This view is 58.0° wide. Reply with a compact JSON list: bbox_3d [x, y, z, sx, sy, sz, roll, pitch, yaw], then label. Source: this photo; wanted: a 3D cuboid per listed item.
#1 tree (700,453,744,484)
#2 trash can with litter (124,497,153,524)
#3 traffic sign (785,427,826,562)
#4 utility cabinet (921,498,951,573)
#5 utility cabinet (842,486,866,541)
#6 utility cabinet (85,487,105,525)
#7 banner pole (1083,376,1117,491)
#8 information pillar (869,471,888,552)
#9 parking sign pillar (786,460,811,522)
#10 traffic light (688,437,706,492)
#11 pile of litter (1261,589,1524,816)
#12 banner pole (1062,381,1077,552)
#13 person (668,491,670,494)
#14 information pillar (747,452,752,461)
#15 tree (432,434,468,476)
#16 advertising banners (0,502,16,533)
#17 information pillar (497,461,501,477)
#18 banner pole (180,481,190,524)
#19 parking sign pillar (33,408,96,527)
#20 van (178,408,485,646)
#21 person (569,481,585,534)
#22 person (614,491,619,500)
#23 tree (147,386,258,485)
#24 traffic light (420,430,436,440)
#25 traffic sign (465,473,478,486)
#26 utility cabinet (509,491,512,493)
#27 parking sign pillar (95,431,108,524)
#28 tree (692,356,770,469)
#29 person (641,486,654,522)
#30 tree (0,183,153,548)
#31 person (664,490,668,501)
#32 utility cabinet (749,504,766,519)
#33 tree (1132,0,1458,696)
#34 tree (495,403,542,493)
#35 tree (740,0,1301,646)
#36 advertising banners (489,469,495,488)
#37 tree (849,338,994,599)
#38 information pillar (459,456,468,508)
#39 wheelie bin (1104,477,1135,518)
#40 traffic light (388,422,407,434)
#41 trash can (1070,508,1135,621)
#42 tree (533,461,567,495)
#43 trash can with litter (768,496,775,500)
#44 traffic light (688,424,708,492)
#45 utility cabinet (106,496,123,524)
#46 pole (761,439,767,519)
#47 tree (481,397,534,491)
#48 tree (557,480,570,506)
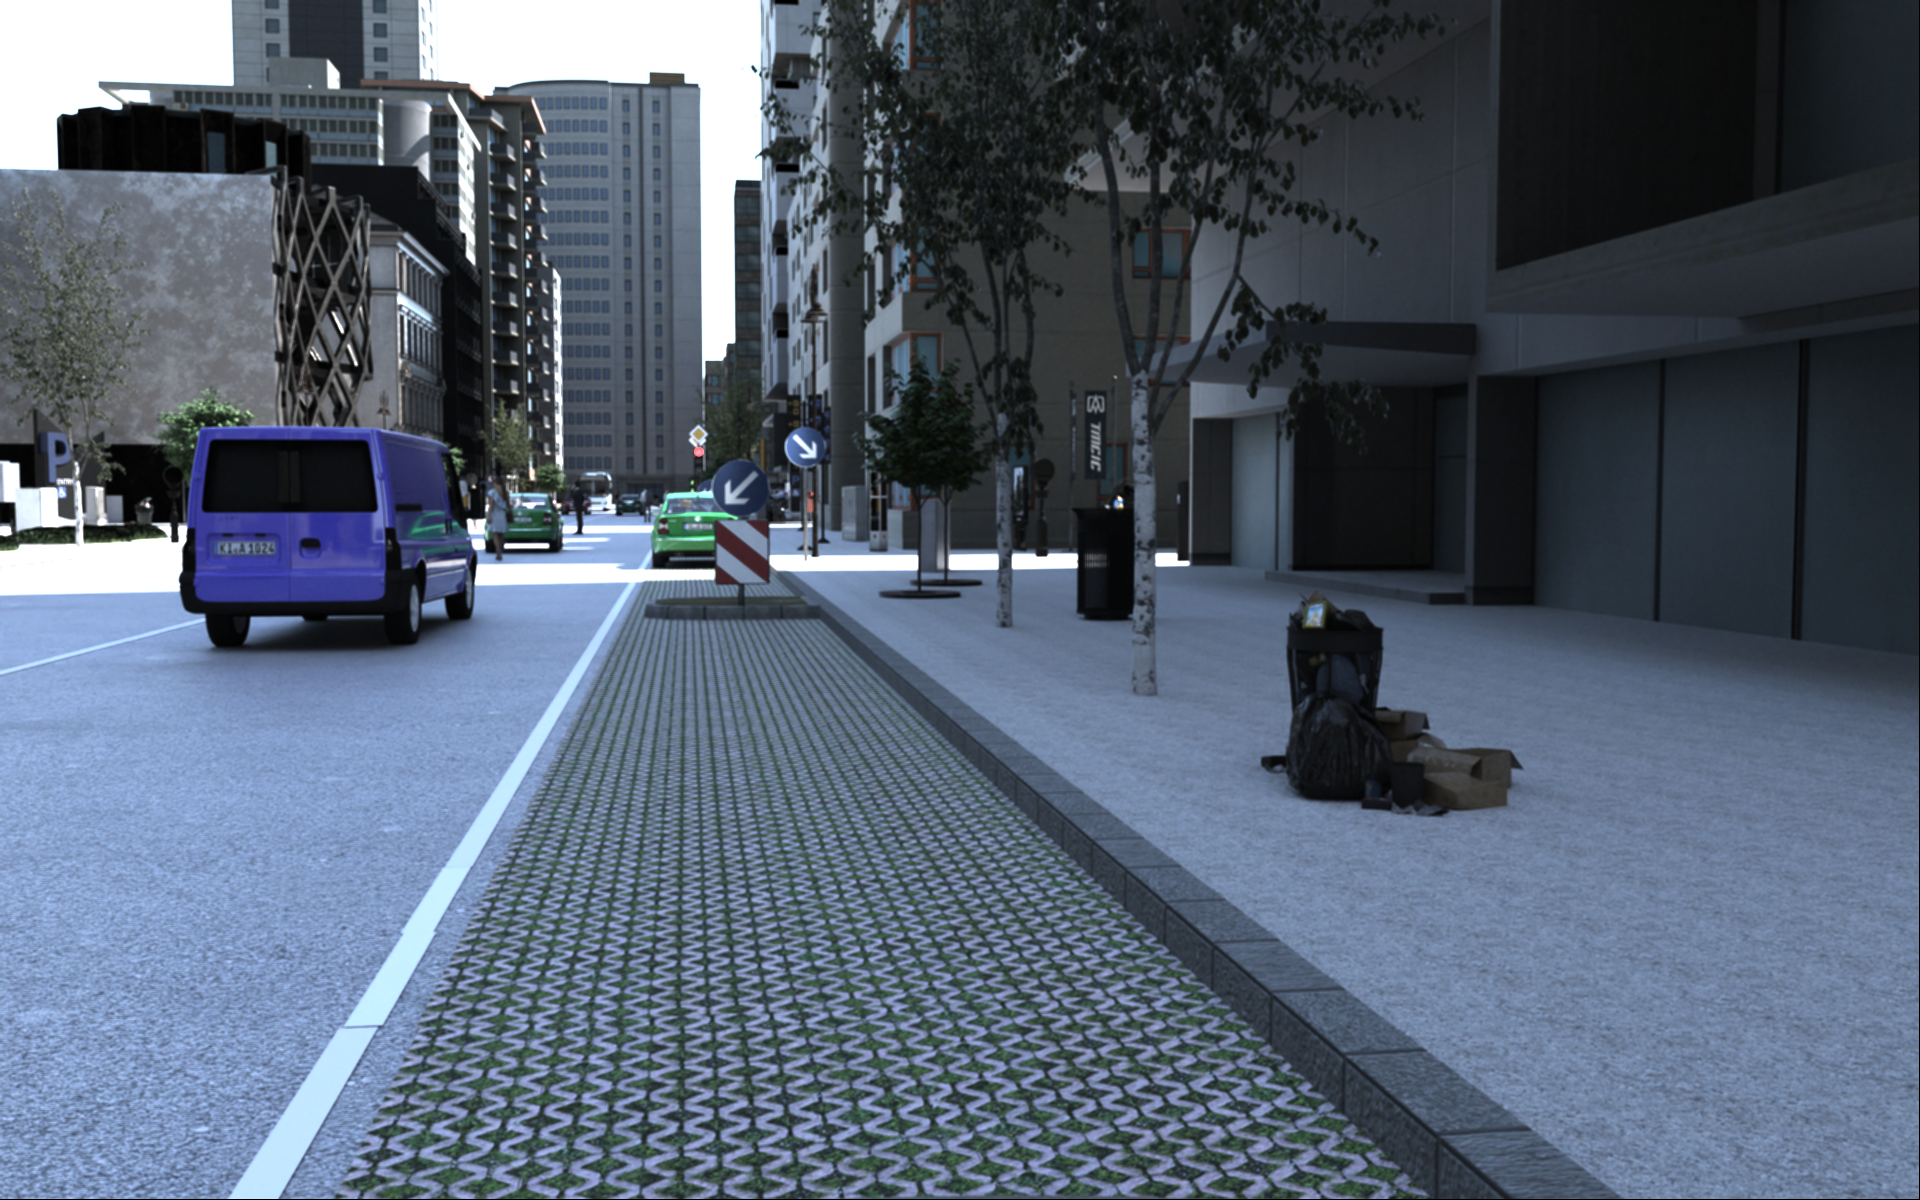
[{"bbox_3d":[-16.702,-8.642,125.015,4.285,4.588,4.351,0,3,0],"label":"tree"},{"bbox_3d":[-29.764,-3.135,62.647,1.055,1.170,0.624,0,4,-5],"label":"trash can with litter"},{"bbox_3d":[-2.931,-2.004,32.872,0.768,2.556,0.104,0,4,-7],"label":"traffic sign"},{"bbox_3d":[-0.415,-1.076,28.754,0.306,1.237,1.020,1,4,12],"label":"utility cabinet"},{"bbox_3d":[-2.914,-2.364,47.326,0.318,1.500,1.173,-1,4,-23],"label":"utility cabinet"},{"bbox_3d":[-26.238,-2.685,52.582,0.318,1.500,1.173,-1,4,-16],"label":"utility cabinet"},{"bbox_3d":[3.040,-2.863,36.821,0.863,3.779,0.401,0,4,-6],"label":"banner pole"},{"bbox_3d":[-1.822,-2.094,38.726,0.304,2.012,0.304,2,4,31],"label":"information pillar"},{"bbox_3d":[-7.624,-5.607,80.142,1.447,3.967,1.447,0,4,-8],"label":"parking sign pillar"},{"bbox_3d":[-11.772,-5.427,77.649,0.839,4.253,0.868,-1,4,-9],"label":"traffic light"},{"bbox_3d":[1.912,0.380,7.749,1.176,0.858,1.719,1,4,18],"label":"pile of litter"},{"bbox_3d":[2.479,-2.942,38.122,0.401,3.779,0.863,0,4,-5],"label":"banner pole"},{"bbox_3d":[-35.536,-12.452,212.537,0.568,1.767,0.683,2,4,23],"label":"person"},{"bbox_3d":[-11.592,-6.365,95.429,0.183,3.616,0.504,-3,4,-36],"label":"information pillar"},{"bbox_3d":[-28.283,-6.711,93.444,4.285,4.588,4.351,0,3,0],"label":"tree"},{"bbox_3d":[-31.370,-3.666,56.124,2.074,3.025,0.090,-1,4,-15],"label":"advertising banners"},{"bbox_3d":[-32.982,-8.109,123.935,0.183,3.616,0.504,-2,4,-35],"label":"information pillar"},{"bbox_3d":[-32.950,-5.132,73.923,0.401,3.779,0.863,2,4,29],"label":"banner pole"},{"bbox_3d":[-28.605,-4.056,54.789,1.447,3.967,1.447,1,4,14],"label":"parking sign pillar"},{"bbox_3d":[-6.332,-0.835,18.042,2.240,2.365,5.245,0,4,-7],"label":"van"},{"bbox_3d":[-13.615,-3.282,61.515,0.474,1.900,0.648,0,4,0],"label":"person"},{"bbox_3d":[-36.711,-10.754,185.144,0.721,1.723,1.217,-2,4,-33],"label":"person"},{"bbox_3d":[-22.758,-4.207,52.493,4.285,4.588,4.351,0,3,0],"label":"tree"},{"bbox_3d":[-23.289,-5.315,75.826,0.839,4.253,0.868,-1,4,-9],"label":"traffic light"},{"bbox_3d":[-29.870,-6.471,105.900,0.768,2.556,0.104,0,4,0],"label":"traffic sign"},{"bbox_3d":[-34.370,-7.453,130.530,1.173,1.500,0.318,1,4,18],"label":"utility cabinet"},{"bbox_3d":[-37.131,-5.215,73.736,1.447,3.967,1.447,-3,4,-38],"label":"parking sign pillar"},{"bbox_3d":[-11.963,-8.644,91.699,4.737,8.622,4.395,0,3,0],"label":"tree"},{"bbox_3d":[-15.881,-4.858,88.033,0.679,1.850,0.850,-1,4,-18],"label":"person"},{"bbox_3d":[-21.117,-5.541,40.965,4.360,8.622,3.978,0,3,0],"label":"tree"},{"bbox_3d":[-24.987,-8.443,146.889,0.444,1.785,0.601,1,4,19],"label":"person"},{"bbox_3d":[-7.198,-3.229,61.470,0.318,1.500,1.173,1,4,9],"label":"utility cabinet"},{"bbox_3d":[1.291,-3.685,10.615,4.360,8.622,3.978,0,3,0],"label":"tree"},{"bbox_3d":[-35.876,-11.595,139.947,4.360,8.622,3.978,0,3,0],"label":"tree"},{"bbox_3d":[0.212,-4.037,16.365,4.360,8.622,3.978,0,3,0],"label":"tree"},{"bbox_3d":[-31.925,-7.545,119.548,0.090,3.025,2.074,0,4,2],"label":"advertising banners"},{"bbox_3d":[-0.560,-1.661,21.765,1.663,3.219,1.824,0,3,0],"label":"tree"},{"bbox_3d":[-30.507,-7.034,106.360,0.504,3.616,0.183,-1,4,-20],"label":"information pillar"},{"bbox_3d":[3.142,-1.549,33.233,0.693,1.594,0.980,0,4,-2],"label":"wheelie bin"},{"bbox_3d":[-22.047,-4.833,67.938,0.839,4.253,0.868,-1,4,-9],"label":"traffic light"},{"bbox_3d":[1.504,-0.373,17.753,0.748,1.137,0.748,0,3,0],"label":"trash can"},{"bbox_3d":[-40.425,-11.451,170.943,4.285,4.588,4.351,0,3,0],"label":"tree"},{"bbox_3d":[-10.324,-5.115,95.009,0.624,1.170,1.055,-1,4,-17],"label":"trash can with litter"},{"bbox_3d":[-10.530,-4.944,69.760,0.839,4.253,0.868,-1,4,-9],"label":"traffic light"},{"bbox_3d":[-36.983,-3.924,75.320,1.020,1.237,0.306,-2,4,-32],"label":"utility cabinet"},{"bbox_3d":[-7.252,-4.291,63.998,0.158,3.312,0.155,0,3,0],"label":"pole"},{"bbox_3d":[-34.262,-11.083,131.565,4.737,8.622,4.395,0,3,0],"label":"tree"},{"bbox_3d":[-44.160,-12.056,191.712,1.663,3.219,1.824,0,3,0],"label":"tree"}]
